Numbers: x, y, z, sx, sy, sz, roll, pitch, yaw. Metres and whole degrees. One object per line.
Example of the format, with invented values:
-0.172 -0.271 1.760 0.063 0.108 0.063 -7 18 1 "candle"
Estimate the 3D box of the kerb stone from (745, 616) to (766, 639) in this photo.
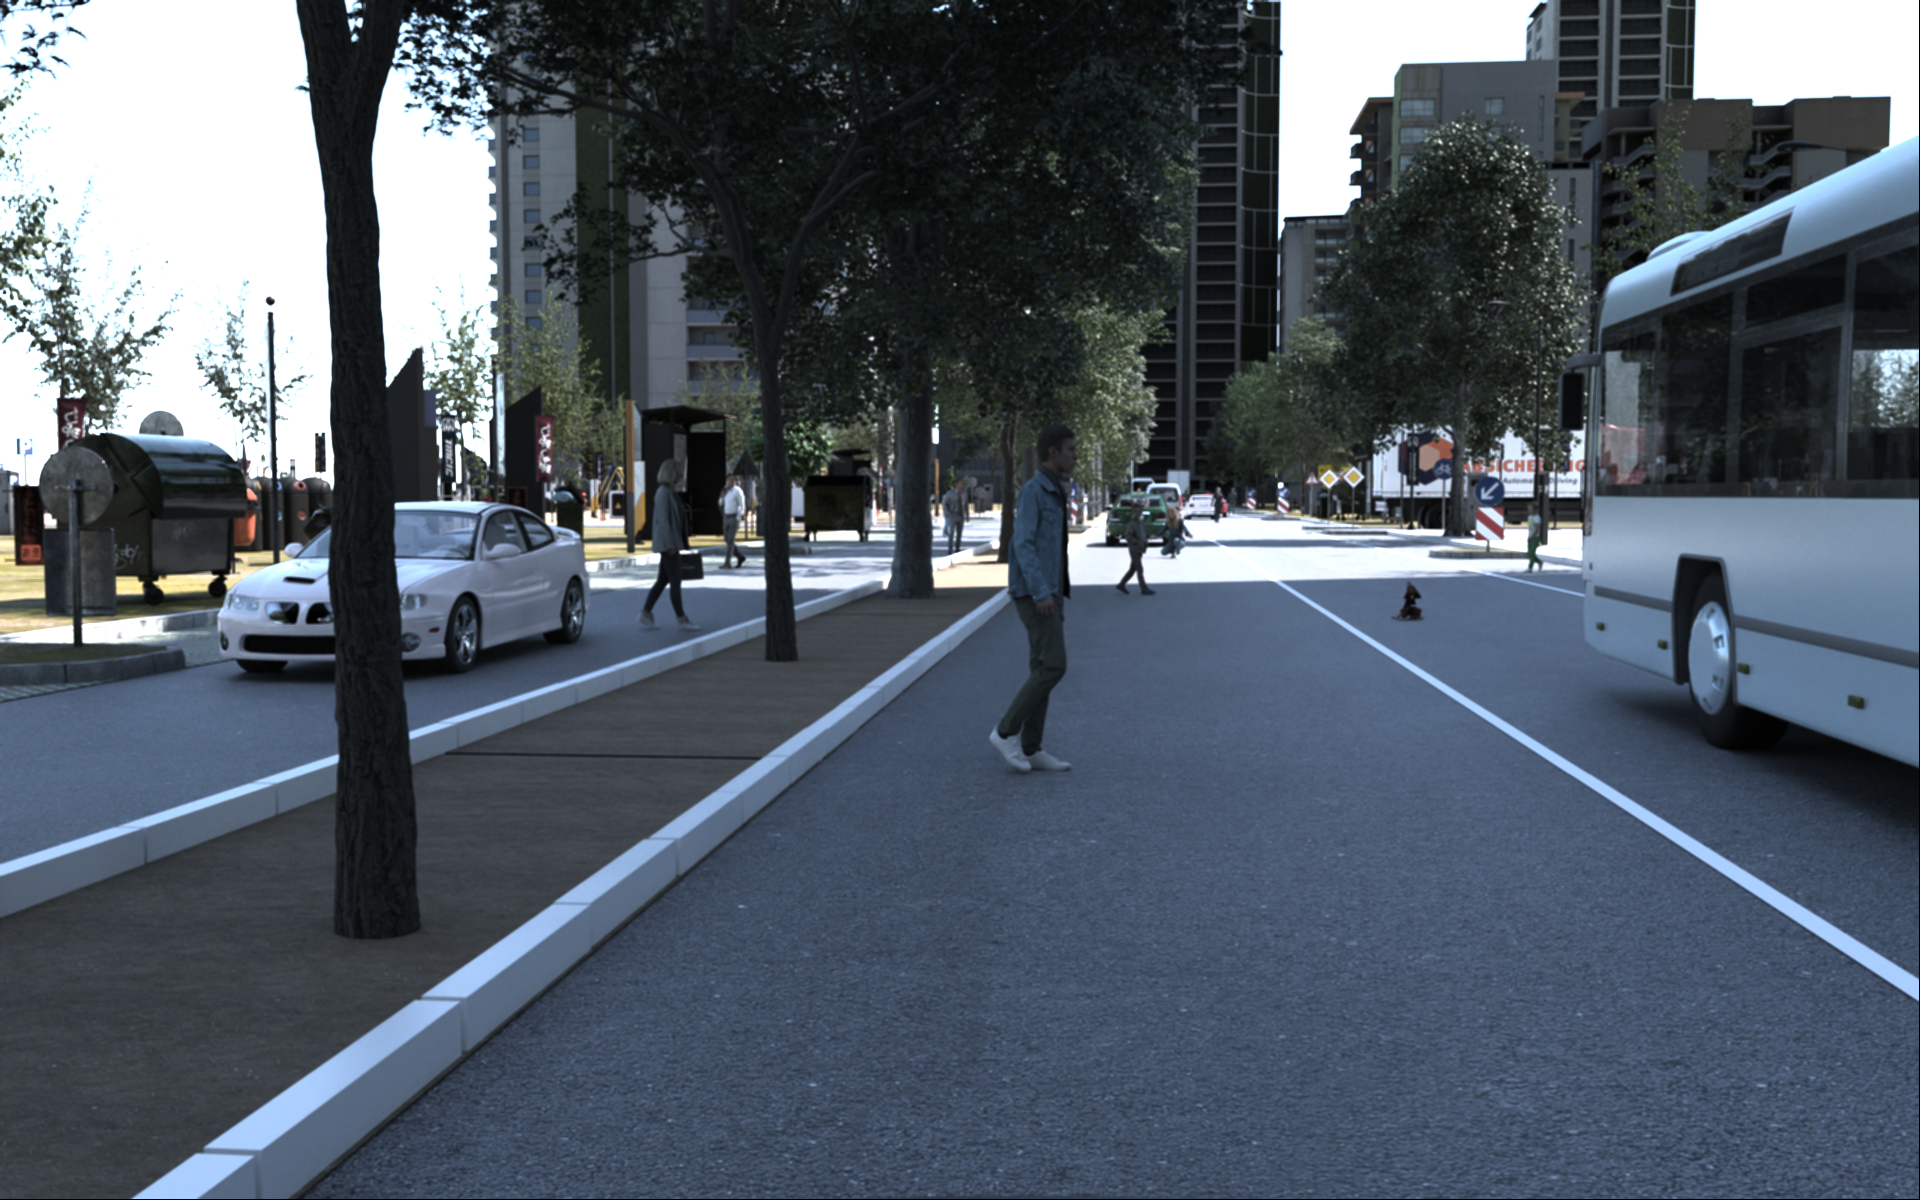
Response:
-2.081 0.295 17.369 0.120 0.150 1.000 0 4 6 "kerb stone"

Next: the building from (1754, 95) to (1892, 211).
92.133 -33.159 192.256 14.200 45.320 14.600 0 4 6 "building"

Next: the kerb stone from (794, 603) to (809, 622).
-1.870 0.171 19.407 0.120 0.150 1.000 0 4 6 "kerb stone"

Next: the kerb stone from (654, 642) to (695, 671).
-2.397 0.485 14.320 0.120 0.150 1.000 0 4 6 "kerb stone"

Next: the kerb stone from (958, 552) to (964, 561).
-0.069 -0.889 36.737 0.120 0.150 1.000 0 4 6 "kerb stone"

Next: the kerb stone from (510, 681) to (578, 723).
-2.720 0.670 11.248 0.120 0.150 1.000 0 4 6 "kerb stone"

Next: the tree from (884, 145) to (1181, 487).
1.661 -7.536 43.804 7.486 12.596 7.792 0 3 0 "tree"

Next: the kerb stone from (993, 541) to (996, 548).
0.766 -1.387 44.877 0.120 0.150 1.000 0 4 6 "kerb stone"

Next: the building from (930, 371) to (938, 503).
-16.080 -41.036 260.173 27.495 52.752 28.713 0 4 6 "building"

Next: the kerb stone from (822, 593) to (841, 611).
-1.656 0.046 21.448 0.120 0.150 1.000 0 4 6 "kerb stone"

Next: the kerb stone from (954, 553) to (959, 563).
-0.178 -0.825 35.721 0.120 0.150 1.000 0 4 6 "kerb stone"

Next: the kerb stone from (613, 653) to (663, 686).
-2.498 0.544 13.299 0.120 0.150 1.000 0 4 6 "kerb stone"

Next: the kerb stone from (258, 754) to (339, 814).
-3.039 0.856 8.199 0.120 0.150 1.000 0 4 6 "kerb stone"

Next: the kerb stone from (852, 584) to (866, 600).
-1.446 -0.079 23.487 0.120 0.150 1.000 0 4 6 "kerb stone"

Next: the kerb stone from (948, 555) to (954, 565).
-0.289 -0.765 34.705 0.120 0.150 1.000 0 4 6 "kerb stone"

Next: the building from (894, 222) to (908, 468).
-15.053 -46.531 199.038 20.611 71.187 20.563 0 4 6 "building"

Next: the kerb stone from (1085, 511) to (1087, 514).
9.831 -6.727 132.173 0.120 0.150 1.000 0 4 6 "kerb stone"

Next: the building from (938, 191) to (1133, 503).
11.184 -43.479 252.881 28.212 58.520 21.231 0 4 6 "building"

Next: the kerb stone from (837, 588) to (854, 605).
-1.555 -0.016 22.465 0.120 0.150 1.000 0 4 6 "kerb stone"

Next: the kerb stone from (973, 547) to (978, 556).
0.244 -1.076 39.787 0.120 0.150 1.000 0 4 6 "kerb stone"

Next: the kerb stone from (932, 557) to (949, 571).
-0.386 -0.703 33.688 0.120 0.150 1.000 0 4 6 "kerb stone"

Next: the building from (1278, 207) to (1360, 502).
52.728 -34.413 246.238 14.086 41.232 14.154 0 4 6 "building"

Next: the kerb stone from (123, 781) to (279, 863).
-3.143 0.920 7.181 0.120 0.150 1.000 0 4 6 "kerb stone"

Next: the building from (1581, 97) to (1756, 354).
77.961 -33.220 193.253 14.200 45.320 14.600 0 4 6 "building"

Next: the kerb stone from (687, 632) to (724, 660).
-2.288 0.420 15.336 0.120 0.150 1.000 0 4 6 "kerb stone"

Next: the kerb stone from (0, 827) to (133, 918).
-3.246 0.981 6.164 0.120 0.150 1.000 0 4 6 "kerb stone"

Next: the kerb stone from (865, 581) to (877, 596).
-1.339 -0.138 24.508 0.120 0.150 1.000 0 4 6 "kerb stone"

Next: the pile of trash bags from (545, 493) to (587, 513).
-27.028 -6.637 118.267 3.447 1.369 1.912 1 4 18 "pile of trash bags"

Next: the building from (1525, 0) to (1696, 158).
91.893 -49.310 244.473 20.611 71.187 20.563 0 4 6 "building"

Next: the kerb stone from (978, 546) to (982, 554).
0.354 -1.138 40.807 0.120 0.150 1.000 0 4 6 "kerb stone"

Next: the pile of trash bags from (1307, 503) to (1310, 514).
22.772 -6.019 108.160 1.912 1.369 3.447 0 4 5 "pile of trash bags"

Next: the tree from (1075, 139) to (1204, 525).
5.904 -14.381 93.473 12.611 20.169 13.585 0 3 0 "tree"

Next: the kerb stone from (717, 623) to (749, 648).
-2.189 0.357 16.353 0.120 0.150 1.000 0 4 6 "kerb stone"

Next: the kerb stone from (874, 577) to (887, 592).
-1.238 -0.204 25.524 0.120 0.150 1.000 0 4 6 "kerb stone"

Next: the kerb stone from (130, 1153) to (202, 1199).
-1.481 1.185 2.879 0.120 0.150 1.000 0 4 6 "kerb stone"

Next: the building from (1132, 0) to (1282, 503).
35.433 -49.629 249.680 20.611 71.187 20.563 0 4 6 "building"

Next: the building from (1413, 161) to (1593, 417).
46.995 -23.350 153.466 14.160 30.474 14.107 0 4 6 "building"

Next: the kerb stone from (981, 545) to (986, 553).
0.454 -1.201 41.826 0.120 0.150 1.000 0 4 6 "kerb stone"

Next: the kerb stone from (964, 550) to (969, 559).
0.034 -0.952 37.754 0.120 0.150 1.000 0 4 6 "kerb stone"

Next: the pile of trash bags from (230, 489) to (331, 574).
-10.295 -1.124 28.124 3.447 1.369 1.912 0 4 -2 "pile of trash bags"

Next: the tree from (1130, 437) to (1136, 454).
11.051 -10.796 129.328 4.737 8.622 4.395 0 3 0 "tree"

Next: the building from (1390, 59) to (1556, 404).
48.515 -29.591 167.399 14.154 41.232 14.086 0 4 6 "building"

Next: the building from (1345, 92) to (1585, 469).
53.957 -32.639 188.279 22.147 44.769 28.867 0 4 6 "building"

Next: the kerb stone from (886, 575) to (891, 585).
-1.127 -0.267 26.554 0.120 0.150 1.000 0 4 6 "kerb stone"

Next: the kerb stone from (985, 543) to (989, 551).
0.560 -1.263 42.843 0.120 0.150 1.000 0 4 6 "kerb stone"

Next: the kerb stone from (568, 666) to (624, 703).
-2.607 0.608 12.276 0.120 0.150 1.000 0 4 6 "kerb stone"

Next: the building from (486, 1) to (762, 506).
-39.476 -40.410 202.700 28.212 58.520 21.231 0 4 6 "building"

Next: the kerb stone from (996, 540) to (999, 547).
0.874 -1.447 45.893 0.120 0.150 1.000 0 4 6 "kerb stone"

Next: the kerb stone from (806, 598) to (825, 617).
-1.769 0.108 20.428 0.120 0.150 1.000 0 4 6 "kerb stone"

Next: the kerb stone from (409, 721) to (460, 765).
-2.929 0.797 9.215 0.120 0.150 1.000 0 4 6 "kerb stone"

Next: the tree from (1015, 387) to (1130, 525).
4.686 -7.266 71.618 4.737 8.622 4.395 0 3 0 "tree"

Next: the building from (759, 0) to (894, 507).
-18.617 -37.911 161.844 21.231 58.520 28.212 0 4 6 "building"

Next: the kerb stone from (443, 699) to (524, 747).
-2.825 0.732 10.232 0.120 0.150 1.000 0 4 6 "kerb stone"

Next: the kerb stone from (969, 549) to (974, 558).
0.147 -1.011 38.770 0.120 0.150 1.000 0 4 6 "kerb stone"

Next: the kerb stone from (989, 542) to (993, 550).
0.668 -1.325 43.860 0.120 0.150 1.000 0 4 6 "kerb stone"
